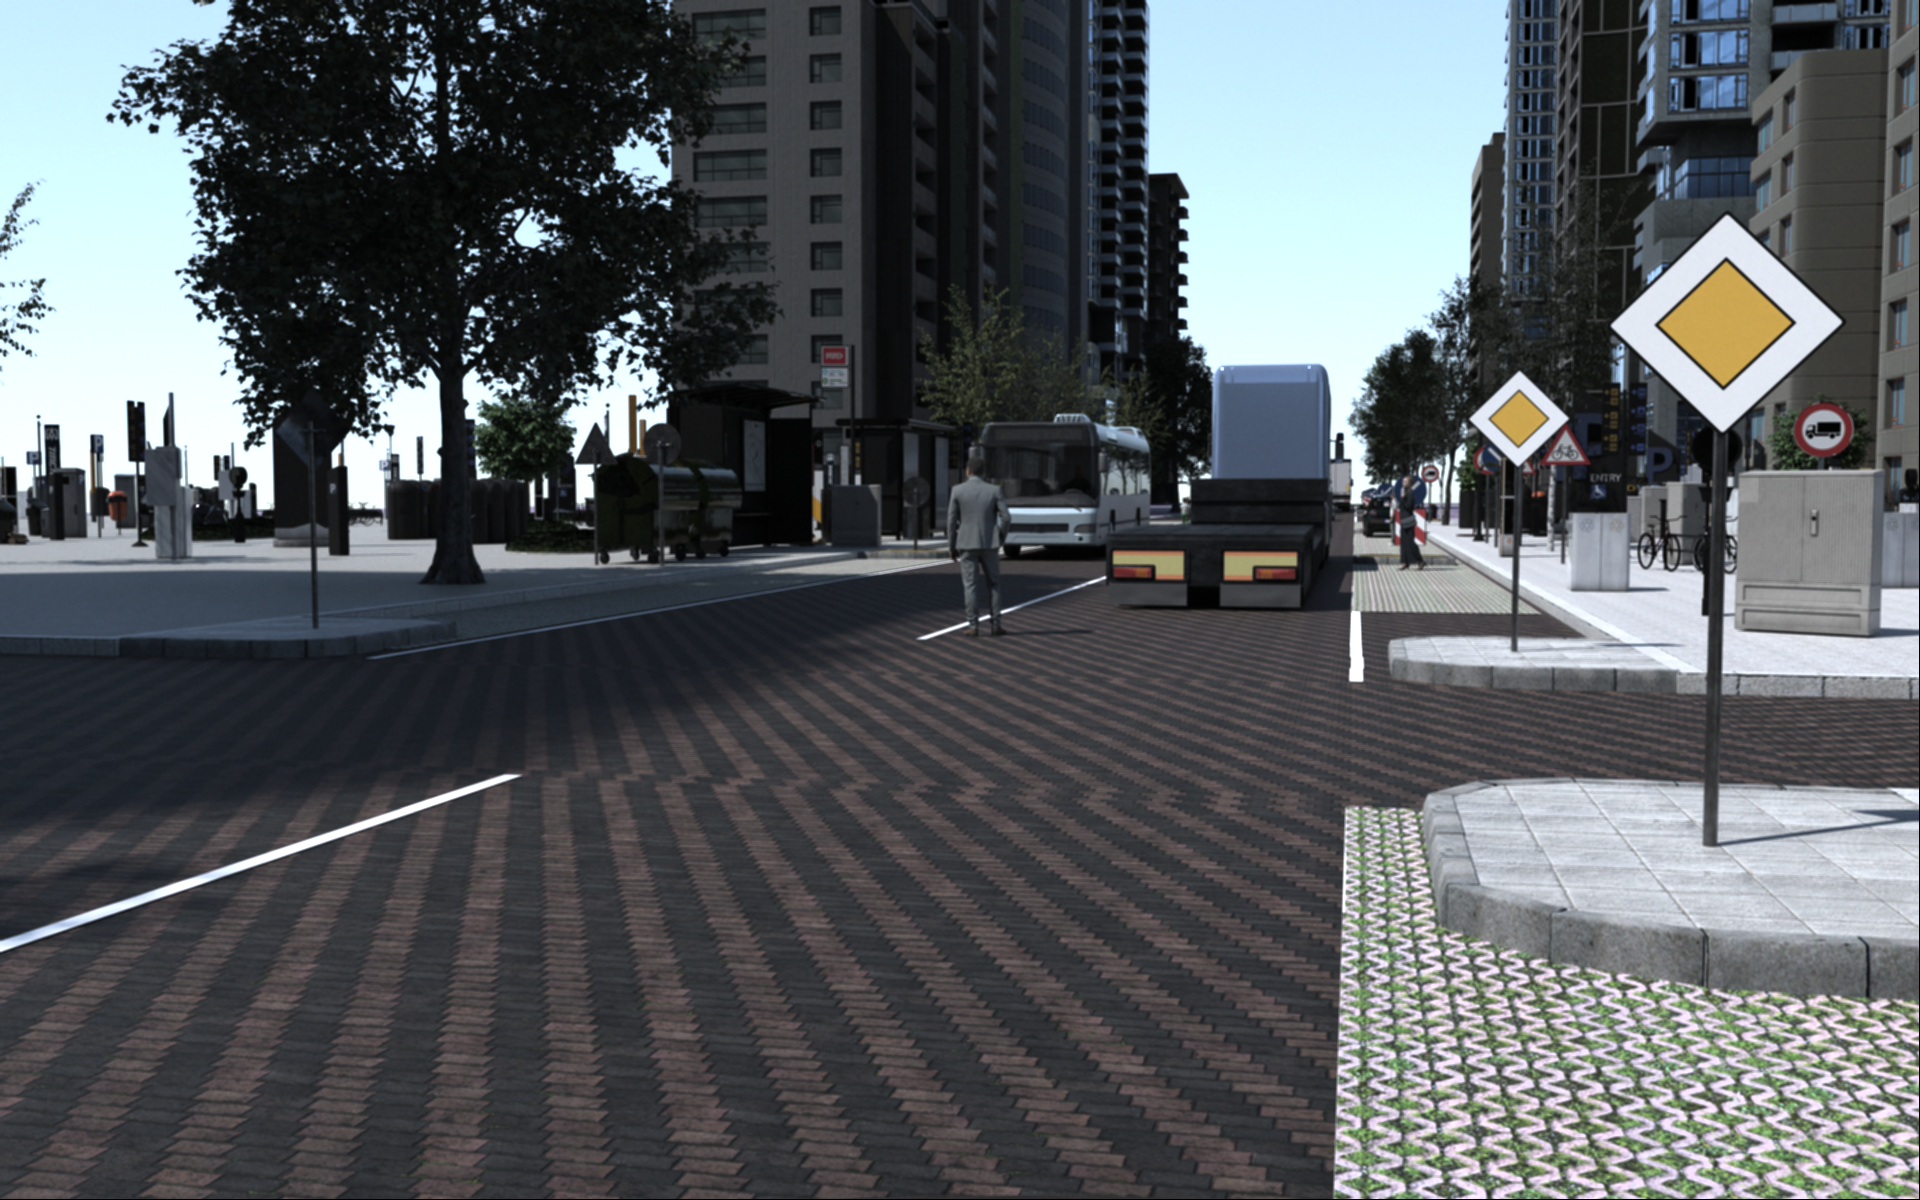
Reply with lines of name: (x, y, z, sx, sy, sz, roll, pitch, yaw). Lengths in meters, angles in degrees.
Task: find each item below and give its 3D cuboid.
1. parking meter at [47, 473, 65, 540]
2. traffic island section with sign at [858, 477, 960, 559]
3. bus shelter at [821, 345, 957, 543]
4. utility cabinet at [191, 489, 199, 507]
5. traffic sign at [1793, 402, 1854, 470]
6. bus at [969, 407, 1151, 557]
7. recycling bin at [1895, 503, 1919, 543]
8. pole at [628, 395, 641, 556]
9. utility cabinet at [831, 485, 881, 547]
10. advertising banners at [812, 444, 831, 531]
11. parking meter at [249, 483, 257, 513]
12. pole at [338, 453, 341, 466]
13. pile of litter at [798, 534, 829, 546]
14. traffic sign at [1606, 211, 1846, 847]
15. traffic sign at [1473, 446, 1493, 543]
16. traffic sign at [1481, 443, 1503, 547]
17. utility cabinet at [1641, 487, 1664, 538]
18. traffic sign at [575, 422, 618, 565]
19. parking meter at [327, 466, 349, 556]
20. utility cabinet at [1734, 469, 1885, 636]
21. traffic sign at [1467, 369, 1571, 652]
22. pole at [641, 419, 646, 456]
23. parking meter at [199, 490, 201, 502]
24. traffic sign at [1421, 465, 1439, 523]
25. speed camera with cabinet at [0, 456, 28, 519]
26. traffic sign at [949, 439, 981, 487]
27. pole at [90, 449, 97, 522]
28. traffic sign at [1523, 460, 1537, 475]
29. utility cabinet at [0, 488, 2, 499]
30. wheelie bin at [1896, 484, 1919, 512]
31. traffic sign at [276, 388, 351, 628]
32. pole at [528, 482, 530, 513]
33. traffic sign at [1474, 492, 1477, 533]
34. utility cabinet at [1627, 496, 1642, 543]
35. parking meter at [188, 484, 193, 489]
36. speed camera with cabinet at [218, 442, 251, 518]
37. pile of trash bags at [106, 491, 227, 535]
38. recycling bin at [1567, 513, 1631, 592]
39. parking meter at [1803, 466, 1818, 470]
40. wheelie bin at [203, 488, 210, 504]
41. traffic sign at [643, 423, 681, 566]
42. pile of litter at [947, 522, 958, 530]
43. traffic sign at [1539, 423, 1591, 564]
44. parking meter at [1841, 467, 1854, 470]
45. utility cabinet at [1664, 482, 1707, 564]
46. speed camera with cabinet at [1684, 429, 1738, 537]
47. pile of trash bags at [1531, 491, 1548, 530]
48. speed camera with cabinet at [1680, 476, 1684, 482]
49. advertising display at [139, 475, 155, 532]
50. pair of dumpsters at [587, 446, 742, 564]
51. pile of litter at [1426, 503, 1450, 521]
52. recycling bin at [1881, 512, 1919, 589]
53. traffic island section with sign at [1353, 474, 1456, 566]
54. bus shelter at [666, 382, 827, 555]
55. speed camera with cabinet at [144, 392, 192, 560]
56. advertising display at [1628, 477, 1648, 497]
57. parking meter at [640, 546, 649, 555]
parking meter: (-25.140, -2.597, 48.169, 0.399, 1.863, 0.255, 3, 4, 36)
traffic island section with sign: (-1.073, -1.851, 38.886, 1.989, 1.847, 2.006, 1, 4, 13)
bus shelter: (-2.109, -4.377, 49.200, 2.179, 5.291, 8.768, 1, 4, 13)
utility cabinet: (-36.776, -4.516, 82.522, 1.173, 1.500, 0.318, 2, 4, 28)
traffic sign: (11.935, -1.463, 24.019, 0.768, 2.556, 0.104, 1, 4, 13)
bus: (2.794, -2.914, 42.503, 2.948, 3.499, 13.247, 1, 4, 11)
recycling bin: (26.532, -2.165, 47.954, 0.722, 1.027, 0.722, 0, 4, -6)
pole: (-6.724, -2.558, 35.661, 0.158, 3.312, 0.155, 0, 3, 0)
utility cabinet: (-2.502, -2.021, 41.729, 1.173, 1.500, 0.318, 1, 4, 15)
advertising banners: (-4.516, -3.868, 59.437, 2.074, 3.025, 0.090, 1, 4, 15)
parking meter: (-36.522, -5.124, 89.480, 0.255, 1.863, 0.399, -3, 5, -42)
pole: (-30.921, -5.669, 86.524, 0.158, 3.312, 0.155, 0, 3, 0)
pile of litter: (-3.912, -1.830, 43.889, 1.176, 0.858, 1.719, 0, 4, 5)
traffic sign: (2.733, -0.160, 6.254, 0.795, 2.450, 0.064, 1, 4, 13)
traffic sign: (13.800, -2.763, 45.280, 0.768, 2.556, 0.104, 1, 4, 19)
traffic sign: (12.902, -2.538, 41.600, 0.768, 2.556, 0.104, 1, 4, 20)
utility cabinet: (20.474, -2.552, 50.397, 1.173, 1.500, 0.318, 0, 4, 5)
traffic sign: (-6.578, -1.914, 31.293, 0.884, 2.594, 0.081, 1, 4, 19)
parking meter: (-12.987, -1.863, 36.165, 0.399, 1.863, 0.255, 2, 4, 33)
utility cabinet: (7.767, -0.440, 15.869, 0.318, 1.500, 1.173, -3, 5, -44)
traffic sign: (4.510, -0.636, 14.039, 0.795, 2.450, 0.064, 1, 4, 13)
pole: (-8.665, -3.276, 47.402, 0.158, 3.312, 0.155, 0, 3, 0)
parking meter: (-38.347, -4.813, 87.101, 0.372, 1.533, 0.369, 0, 3, 0)
traffic sign: (20.661, -4.651, 76.148, 0.768, 2.556, 0.104, 1, 4, 15)
speed camera with cabinet: (-49.117, -5.874, 90.381, 2.038, 3.252, 0.660, 0, 4, -5)
traffic sign: (0.576, -4.292, 64.039, 2.265, 3.308, 0.079, 1, 4, 17)
pole: (-39.595, -5.215, 79.110, 0.158, 3.312, 0.155, 0, 3, 0)
traffic sign: (15.293, -2.896, 47.358, 0.884, 2.594, 0.081, 1, 4, 13)
utility cabinet: (-34.887, -3.307, 62.750, 0.318, 1.500, 1.173, 3, 5, 43)
wheelie bin: (27.821, -2.613, 50.629, 0.693, 1.594, 0.980, 0, 4, 3)
traffic sign: (-6.156, -0.786, 16.487, 0.795, 2.450, 0.064, 1, 4, 13)
pole: (-23.069, -6.029, 92.419, 0.158, 3.312, 0.155, 0, 3, 0)
traffic sign: (17.022, -3.494, 57.123, 0.884, 2.594, 0.081, 1, 4, 18)
utility cabinet: (17.440, -2.116, 45.766, 1.020, 1.237, 0.306, 1, 4, 12)
parking meter: (-44.998, -5.851, 101.370, 0.255, 1.863, 0.399, -2, 4, -25)
speed camera with cabinet: (-27.881, -4.417, 66.551, 0.660, 3.252, 2.038, 0, 4, -5)
pile of trash bags: (-25.087, -2.756, 54.806, 3.447, 1.369, 1.912, -2, 4, -33)
recycling bin: (8.500, -0.642, 23.055, 0.722, 1.027, 0.722, 1, 4, 15)
parking meter: (17.750, -1.853, 36.013, 0.399, 1.863, 0.255, 0, 4, 7)
wheelie bin: (-42.552, -5.494, 97.738, 0.693, 1.594, 0.980, 1, 4, 12)
traffic sign: (-5.348, -1.890, 31.001, 0.768, 2.556, 0.104, 1, 4, 21)
pile of litter: (-0.748, -2.949, 62.184, 1.719, 0.858, 1.176, -1, 4, -9)
traffic sign: (11.075, -1.941, 31.738, 0.884, 2.594, 0.081, 1, 4, 21)
parking meter: (19.089, -1.944, 37.490, 0.399, 1.863, 0.255, 0, 4, 6)
utility cabinet: (13.241, -1.399, 31.551, 0.318, 1.500, 1.173, 3, 5, 42)
speed camera with cabinet: (23.238, -3.567, 52.651, 2.038, 3.252, 0.660, 2, 4, 32)
pile of trash bags: (21.111, -3.143, 61.143, 1.912, 1.369, 3.447, 3, 5, 44)
speed camera with cabinet: (29.483, -4.565, 68.969, 0.660, 3.252, 2.038, -2, 4, -25)
advertising display: (-26.811, -3.207, 57.655, 0.974, 1.923, 0.123, -1, 4, -23)
pair of dumpsters: (-5.677, -1.901, 33.577, 1.574, 2.255, 4.437, 1, 4, 13)
pile of litter: (22.692, -4.176, 82.237, 1.719, 0.858, 1.176, -2, 4, -31)
recycling bin: (12.751, -0.690, 23.830, 0.722, 1.027, 0.722, 0, 4, -6)
traffic island section with sign: (9.114, -1.649, 35.596, 1.989, 1.847, 2.006, 1, 4, 13)
bus shelter: (-4.773, -2.958, 39.644, 1.731, 3.624, 6.357, 1, 4, 13)
speed camera with cabinet: (-15.691, -2.445, 34.310, 0.660, 3.252, 2.038, -1, 4, -17)
advertising display: (25.196, -3.635, 64.648, 0.974, 1.923, 0.123, -1, 4, -11)
parking meter: (-6.655, -1.897, 36.734, 0.255, 1.863, 0.399, -1, 4, -9)
